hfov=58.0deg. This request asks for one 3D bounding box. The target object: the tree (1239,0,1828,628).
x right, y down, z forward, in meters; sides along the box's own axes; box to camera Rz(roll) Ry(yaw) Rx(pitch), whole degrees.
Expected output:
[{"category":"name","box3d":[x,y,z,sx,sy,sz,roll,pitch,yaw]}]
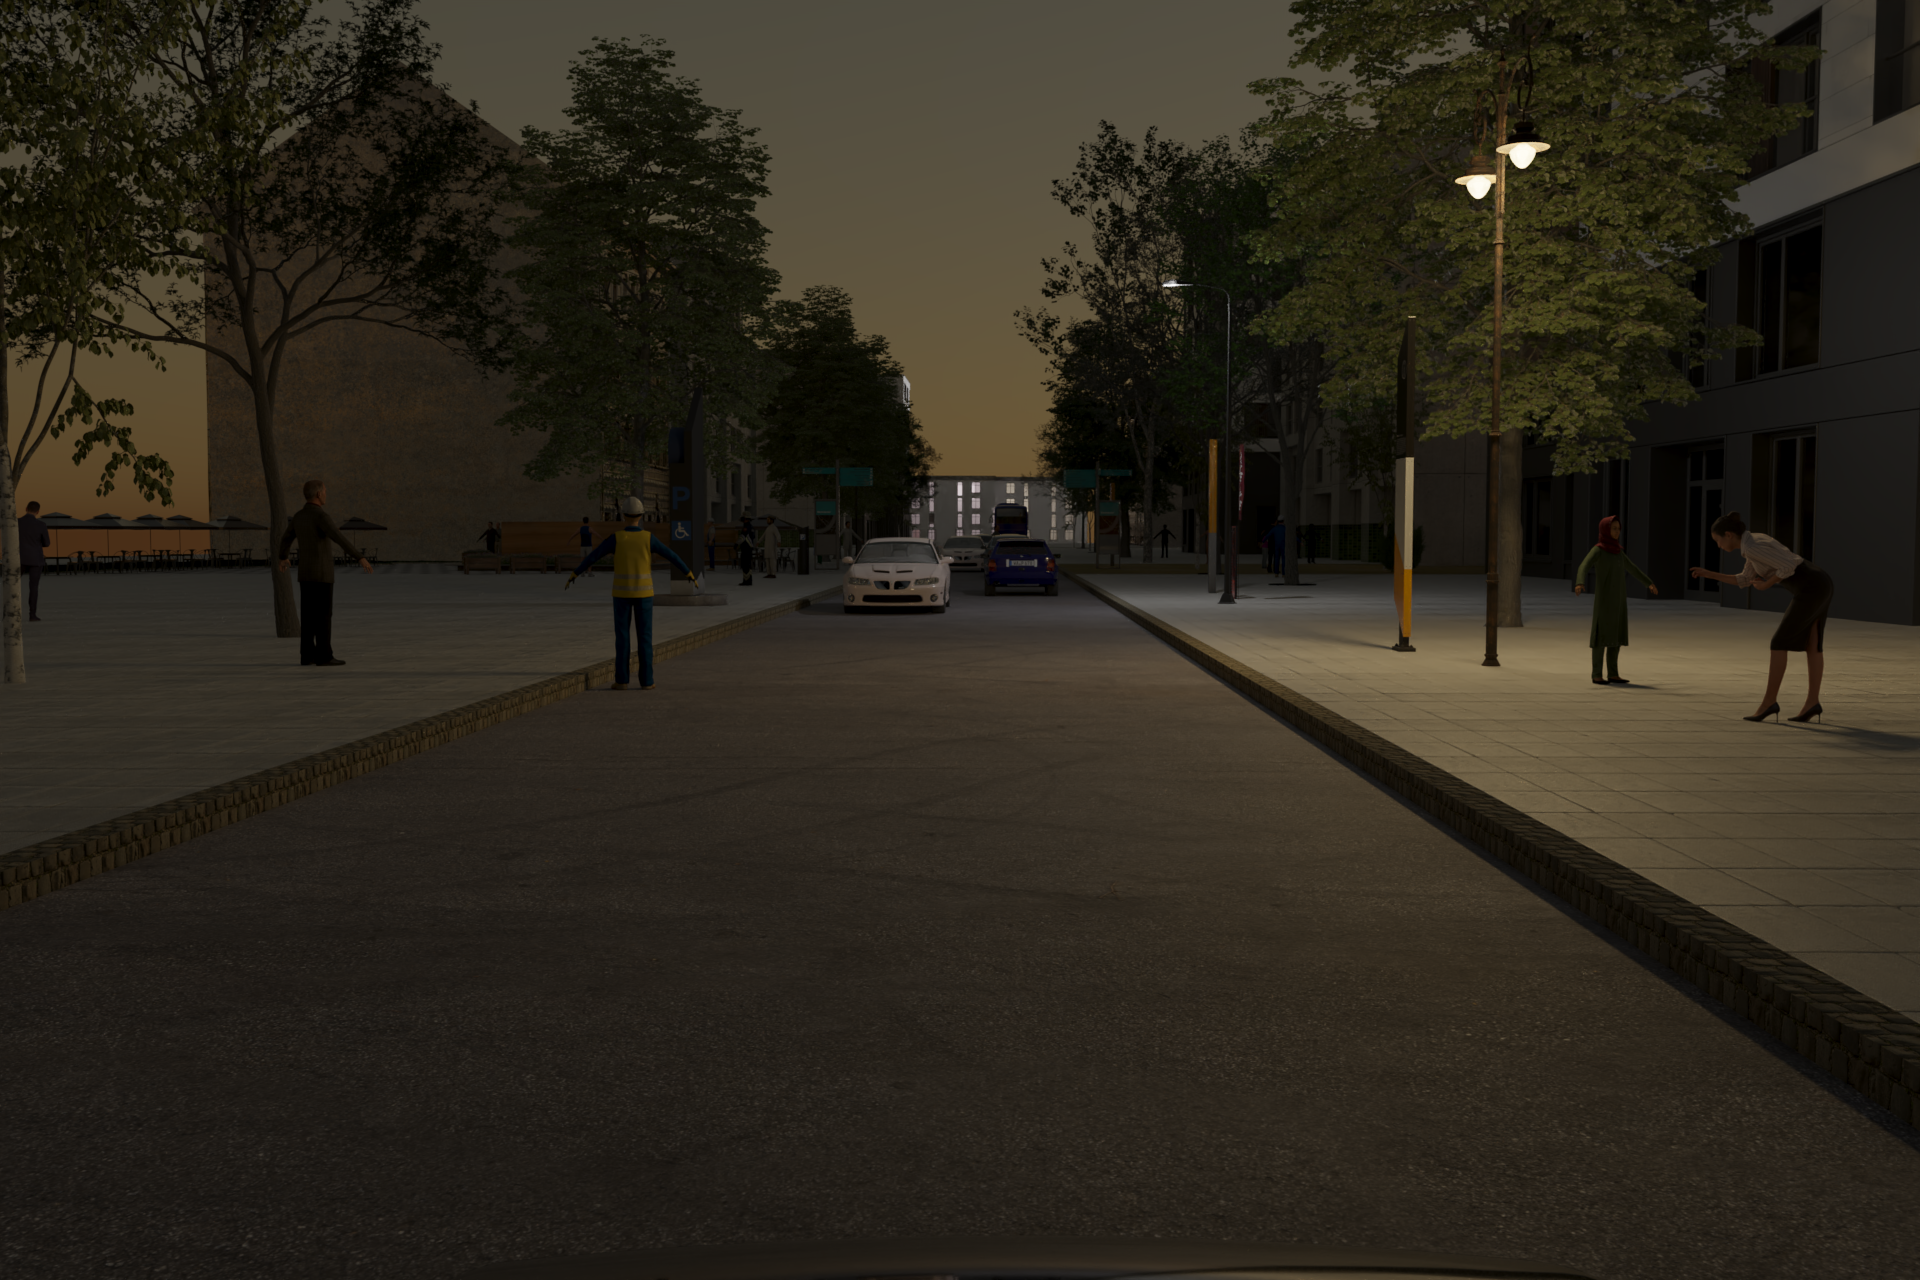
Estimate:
[{"category":"tree","box3d":[7.646,-6.476,24.014,7.486,12.596,7.792,0,3,0]}]

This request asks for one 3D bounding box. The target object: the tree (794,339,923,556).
[{"category":"tree","box3d":[-6.035,-11.213,101.467,7.486,12.596,7.792,0,3,0]}]

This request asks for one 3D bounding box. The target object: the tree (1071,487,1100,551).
[{"category":"tree","box3d":[9.816,-10.994,130.114,4.360,8.622,3.978,0,3,0]}]

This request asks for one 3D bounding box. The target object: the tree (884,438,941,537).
[{"category":"tree","box3d":[-5.062,-12.748,142.837,7.601,10.594,8.767,-1,4,-23]}]

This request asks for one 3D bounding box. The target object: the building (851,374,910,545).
[{"category":"building","box3d":[-21.205,-22.970,219.531,27.936,21.610,32.646,0,4,2]}]

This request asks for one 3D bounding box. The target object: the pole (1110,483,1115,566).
[{"category":"pole","box3d":[6.087,-4.605,69.141,0.158,3.312,0.155,0,3,0]}]

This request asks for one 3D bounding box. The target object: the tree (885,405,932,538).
[{"category":"tree","box3d":[-5.623,-12.610,131.922,9.928,11.665,9.643,0,3,0]}]

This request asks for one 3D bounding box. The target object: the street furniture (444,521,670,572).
[{"category":"street furniture","box3d":[-14.997,-3.412,62.640,9.812,1.723,11.010,1,4,12]}]

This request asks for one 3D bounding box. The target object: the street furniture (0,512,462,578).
[{"category":"street furniture","box3d":[-30.323,-3.645,64.629,14.083,1.986,27.439,1,4,15]}]

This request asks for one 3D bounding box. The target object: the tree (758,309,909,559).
[{"category":"tree","box3d":[-6.410,-10.413,88.382,7.486,12.596,7.792,0,3,0]}]

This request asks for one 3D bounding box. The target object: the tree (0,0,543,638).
[{"category":"tree","box3d":[-8.687,-5.314,21.299,7.601,10.594,8.767,0,4,8]}]

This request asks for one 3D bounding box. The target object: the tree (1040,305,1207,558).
[{"category":"tree","box3d":[9.018,-11.495,94.595,9.857,13.997,8.962,0,3,0]}]

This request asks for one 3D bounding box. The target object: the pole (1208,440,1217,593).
[{"category":"pole","box3d":[5.466,-2.669,37.489,0.158,3.312,0.155,0,3,0]}]

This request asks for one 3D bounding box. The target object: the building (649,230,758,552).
[{"category":"building","box3d":[-24.089,-15.316,116.878,16.747,18.905,31.486,0,4,1]}]

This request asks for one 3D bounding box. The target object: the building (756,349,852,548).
[{"category":"building","box3d":[-21.244,-19.284,181.743,16.747,18.905,31.486,0,4,2]}]

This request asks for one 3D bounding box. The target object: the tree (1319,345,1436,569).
[{"category":"tree","box3d":[15.269,-6.877,62.809,4.737,8.622,4.395,0,3,0]}]

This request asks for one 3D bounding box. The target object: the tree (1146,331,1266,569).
[{"category":"tree","box3d":[8.956,-6.910,63.335,4.737,8.622,4.395,0,3,0]}]

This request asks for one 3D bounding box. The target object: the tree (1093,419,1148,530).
[{"category":"tree","box3d":[9.279,-9.581,107.009,4.360,8.622,3.978,0,3,0]}]

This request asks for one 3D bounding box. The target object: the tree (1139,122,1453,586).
[{"category":"tree","box3d":[8.322,-7.177,43.105,9.928,11.665,9.643,0,3,0]}]

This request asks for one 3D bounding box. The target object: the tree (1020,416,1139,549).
[{"category":"tree","box3d":[10.777,-14.700,150.710,12.009,13.543,11.850,0,3,0]}]

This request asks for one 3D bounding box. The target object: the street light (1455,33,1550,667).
[{"category":"street light","box3d":[5.165,-2.684,16.667,0.468,5.910,1.993,0,4,1]}]

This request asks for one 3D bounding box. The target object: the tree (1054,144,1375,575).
[{"category":"tree","box3d":[8.070,-8.820,54.583,12.009,13.543,11.850,0,3,0]}]

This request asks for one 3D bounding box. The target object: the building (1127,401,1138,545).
[{"category":"building","box3d":[29.527,-22.798,203.672,19.493,23.208,18.063,0,4,2]}]

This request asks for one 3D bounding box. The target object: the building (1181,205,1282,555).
[{"category":"building","box3d":[29.591,-17.100,123.566,27.936,21.610,32.646,0,4,1]}]

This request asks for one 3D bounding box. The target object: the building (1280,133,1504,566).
[{"category":"building","box3d":[26.808,-13.376,85.152,16.747,18.905,31.486,0,4,1]}]

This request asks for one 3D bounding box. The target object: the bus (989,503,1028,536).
[{"category":"bus","box3d":[3.811,-8.808,135.563,2.896,3.916,12.251,0,3,0]}]

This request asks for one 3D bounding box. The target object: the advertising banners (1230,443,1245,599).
[{"category":"advertising banners","box3d":[5.441,-2.330,34.282,0.090,3.025,2.074,0,4,1]}]

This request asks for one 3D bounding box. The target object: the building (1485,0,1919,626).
[{"category":"building","box3d":[27.409,-11.959,39.509,27.936,21.610,32.646,0,4,1]}]

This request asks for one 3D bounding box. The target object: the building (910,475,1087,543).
[{"category":"building","box3d":[4.501,-18.627,249.157,28.070,9.664,9.099,0,4,-6]}]

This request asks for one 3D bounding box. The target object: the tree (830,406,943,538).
[{"category":"tree","box3d":[-5.547,-11.498,122.399,8.767,10.594,7.601,0,4,-7]}]

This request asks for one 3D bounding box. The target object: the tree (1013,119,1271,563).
[{"category":"tree","box3d":[8.536,-13.608,78.372,12.611,20.169,13.585,0,3,0]}]

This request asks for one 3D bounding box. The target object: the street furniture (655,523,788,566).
[{"category":"street furniture","box3d":[-12.941,-4.127,74.324,11.010,1.723,9.812,0,4,-8]}]

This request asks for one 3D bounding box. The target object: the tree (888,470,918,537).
[{"category":"tree","box3d":[-5.311,-12.320,151.792,4.737,8.622,4.395,0,3,0]}]

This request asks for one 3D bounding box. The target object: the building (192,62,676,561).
[{"category":"building","box3d":[-25.919,-15.831,89.768,19.493,23.208,18.063,0,4,1]}]

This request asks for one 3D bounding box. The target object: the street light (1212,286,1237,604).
[{"category":"street light","box3d":[5.462,-3.619,31.710,1.470,5.913,1.316,0,4,1]}]

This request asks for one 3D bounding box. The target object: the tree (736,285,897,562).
[{"category":"tree","box3d":[-6.600,-9.873,79.549,7.486,12.596,7.792,0,3,0]}]

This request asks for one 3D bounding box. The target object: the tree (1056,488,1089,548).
[{"category":"tree","box3d":[10.765,-12.914,161.507,4.737,8.622,4.395,0,3,0]}]

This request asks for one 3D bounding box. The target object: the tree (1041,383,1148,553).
[{"category":"tree","box3d":[9.252,-11.802,118.722,9.928,11.665,9.643,0,3,0]}]

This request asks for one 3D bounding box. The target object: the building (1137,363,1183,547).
[{"category":"building","box3d":[28.549,-21.425,181.227,19.493,23.208,18.063,0,4,2]}]
